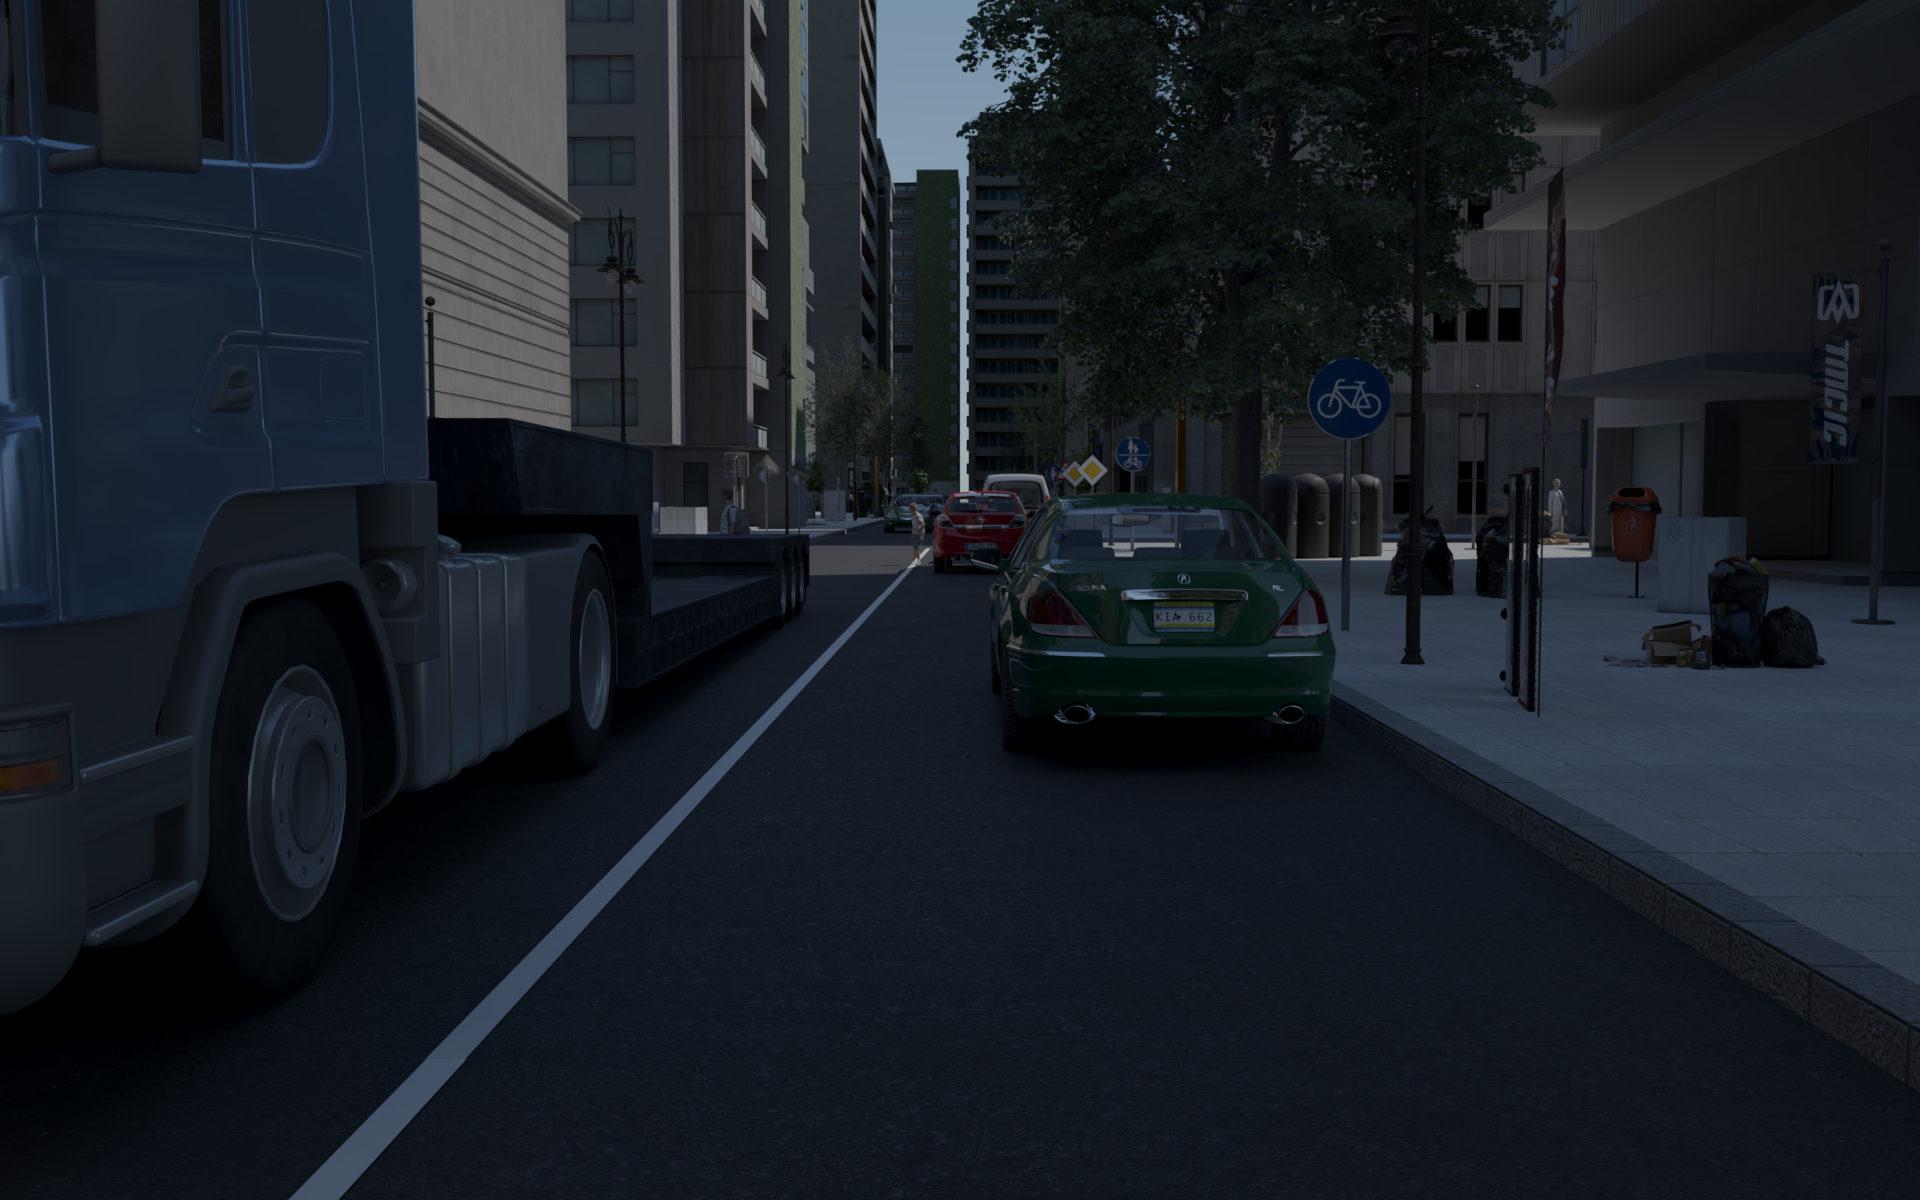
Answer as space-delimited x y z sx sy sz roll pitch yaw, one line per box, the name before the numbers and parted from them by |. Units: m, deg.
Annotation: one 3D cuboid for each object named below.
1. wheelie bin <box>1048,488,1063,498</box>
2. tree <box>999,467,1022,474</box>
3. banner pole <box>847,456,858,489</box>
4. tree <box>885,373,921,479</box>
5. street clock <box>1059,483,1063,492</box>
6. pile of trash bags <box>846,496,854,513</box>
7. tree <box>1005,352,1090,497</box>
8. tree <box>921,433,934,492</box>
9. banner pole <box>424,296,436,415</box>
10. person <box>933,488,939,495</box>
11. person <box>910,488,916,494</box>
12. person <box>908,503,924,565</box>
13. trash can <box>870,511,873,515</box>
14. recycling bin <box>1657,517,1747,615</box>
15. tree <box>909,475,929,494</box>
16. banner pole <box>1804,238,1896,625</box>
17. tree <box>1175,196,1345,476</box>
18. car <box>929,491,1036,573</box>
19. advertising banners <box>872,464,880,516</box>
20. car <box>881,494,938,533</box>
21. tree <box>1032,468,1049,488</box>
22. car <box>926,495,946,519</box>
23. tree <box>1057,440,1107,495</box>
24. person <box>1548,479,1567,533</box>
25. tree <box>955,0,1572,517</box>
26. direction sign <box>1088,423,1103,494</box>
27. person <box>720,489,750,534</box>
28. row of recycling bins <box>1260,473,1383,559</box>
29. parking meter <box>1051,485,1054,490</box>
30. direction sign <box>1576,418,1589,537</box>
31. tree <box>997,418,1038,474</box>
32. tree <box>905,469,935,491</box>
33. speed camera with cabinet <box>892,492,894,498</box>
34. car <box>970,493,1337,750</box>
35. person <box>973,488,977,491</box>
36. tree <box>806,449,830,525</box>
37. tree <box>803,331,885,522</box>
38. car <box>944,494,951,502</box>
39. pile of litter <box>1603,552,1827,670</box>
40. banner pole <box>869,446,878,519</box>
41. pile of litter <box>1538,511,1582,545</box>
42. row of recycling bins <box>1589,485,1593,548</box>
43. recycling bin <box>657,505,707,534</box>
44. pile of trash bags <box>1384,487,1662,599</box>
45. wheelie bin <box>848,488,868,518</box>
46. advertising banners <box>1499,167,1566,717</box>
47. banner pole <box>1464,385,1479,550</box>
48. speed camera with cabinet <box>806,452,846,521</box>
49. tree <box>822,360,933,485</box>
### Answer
wheelie bin | 5.159 -5.225 93.342 0.693 1.594 0.980 -3 4 -38
tree | 5.908 -13.489 204.266 4.285 4.588 4.351 0 3 0
banner pole | -6.942 -7.535 113.206 0.863 3.779 0.401 0 4 7
tree | -4.705 -9.503 105.741 4.360 8.622 3.978 0 3 0
street clock | 6.423 -6.405 109.291 0.358 2.002 0.471 -2 4 -25
pile of trash bags | -6.536 -6.620 117.995 1.912 1.369 3.447 -3 5 -43
tree | 4.616 -8.366 87.151 4.737 8.622 4.395 0 3 0
tree | -4.530 -14.374 185.375 4.360 8.622 3.978 0 3 0
banner pole | -6.825 -1.946 21.828 0.401 3.779 0.863 2 4 31
person | -1.397 -6.023 107.319 0.599 1.781 0.374 1 4 18
person | -3.011 -6.277 111.102 0.573 1.828 0.580 -3 5 -44
person | -0.877 -1.331 34.945 0.352 1.250 0.332 1 4 8
trash can | -5.676 -5.929 108.590 0.748 1.137 0.748 0 3 0
recycling bin | 8.034 -0.379 18.751 0.722 1.027 0.722 3 5 40
tree | -4.098 -10.942 173.504 1.663 3.219 1.824 0 3 0
banner pole | 8.854 -1.661 17.177 0.863 3.779 0.401 2 4 33
tree | 7.029 -5.506 40.390 4.360 8.622 3.978 0 3 0
car | 0.461 -1.458 32.876 2.155 1.783 4.494 0 4 2
advertising banners | -4.973 -6.455 101.729 0.090 3.025 2.074 1 4 12
car | -1.883 -3.279 65.418 2.131 1.459 4.920 0 4 1
tree | 5.745 -8.221 129.021 1.663 3.219 1.824 0 3 0
car | -1.519 -4.783 90.202 2.014 1.417 4.499 0 4 2
tree | 4.569 -4.148 62.419 1.663 3.219 1.824 0 3 0
person | 16.280 -2.390 47.454 0.818 1.842 0.514 2 4 28
tree | 4.110 -7.246 25.134 9.857 13.997 8.962 0 3 0
direction sign | 4.278 -3.874 55.330 0.379 3.537 0.876 -1 4 -18
person | -3.331 -0.855 25.079 0.503 1.515 0.523 3 5 43
row of recycling bins | 7.289 -1.702 34.945 3.534 1.692 1.069 -3 4 -39
parking meter | 5.897 -6.288 108.524 0.399 1.863 0.255 -3 5 -42
direction sign | 18.840 -3.690 52.325 0.379 3.537 0.876 1 4 8
tree | 5.388 -13.022 163.268 4.360 8.622 3.978 0 3 0
tree | -4.579 -13.219 199.837 4.285 4.588 4.351 0 3 0
speed camera with cabinet | -5.859 -8.136 127.352 2.038 3.252 0.660 0 4 1
car | 1.131 0.042 11.116 2.131 1.459 4.920 0 4 0
person | 0.673 -4.739 86.818 0.643 1.720 0.563 2 4 32
tree | -5.992 -4.739 72.091 1.663 3.219 1.824 0 3 0
tree | -5.551 -7.832 78.413 4.360 8.622 3.978 0 3 0
car | -0.923 -10.384 181.775 2.014 1.417 4.499 0 3 0
pile of litter | 5.720 0.052 13.117 1.719 0.858 1.176 1 4 10
banner pole | -4.537 -6.076 89.357 0.401 3.779 0.863 1 4 17
pile of litter | 14.932 -1.831 43.903 1.719 0.858 1.176 1 4 12
row of recycling bins | 15.343 -1.999 39.802 1.069 1.692 3.534 0 4 2
recycling bin | -5.305 -1.269 33.300 0.722 1.027 0.722 1 4 10
pile of trash bags | 7.061 -0.746 21.944 3.447 1.369 1.912 2 4 33
wheelie bin | -5.355 -5.228 93.389 0.980 1.594 0.693 -3 4 -38
advertising banners | 3.417 -0.867 10.364 0.090 3.025 2.074 1 4 11
banner pole | 11.899 -3.064 40.106 0.401 3.779 0.863 1 4 12
speed camera with cabinet | -6.489 -5.398 82.597 2.038 3.252 0.660 -1 4 -10
tree | -5.301 -11.353 120.036 7.601 10.594 8.767 2 4 28
